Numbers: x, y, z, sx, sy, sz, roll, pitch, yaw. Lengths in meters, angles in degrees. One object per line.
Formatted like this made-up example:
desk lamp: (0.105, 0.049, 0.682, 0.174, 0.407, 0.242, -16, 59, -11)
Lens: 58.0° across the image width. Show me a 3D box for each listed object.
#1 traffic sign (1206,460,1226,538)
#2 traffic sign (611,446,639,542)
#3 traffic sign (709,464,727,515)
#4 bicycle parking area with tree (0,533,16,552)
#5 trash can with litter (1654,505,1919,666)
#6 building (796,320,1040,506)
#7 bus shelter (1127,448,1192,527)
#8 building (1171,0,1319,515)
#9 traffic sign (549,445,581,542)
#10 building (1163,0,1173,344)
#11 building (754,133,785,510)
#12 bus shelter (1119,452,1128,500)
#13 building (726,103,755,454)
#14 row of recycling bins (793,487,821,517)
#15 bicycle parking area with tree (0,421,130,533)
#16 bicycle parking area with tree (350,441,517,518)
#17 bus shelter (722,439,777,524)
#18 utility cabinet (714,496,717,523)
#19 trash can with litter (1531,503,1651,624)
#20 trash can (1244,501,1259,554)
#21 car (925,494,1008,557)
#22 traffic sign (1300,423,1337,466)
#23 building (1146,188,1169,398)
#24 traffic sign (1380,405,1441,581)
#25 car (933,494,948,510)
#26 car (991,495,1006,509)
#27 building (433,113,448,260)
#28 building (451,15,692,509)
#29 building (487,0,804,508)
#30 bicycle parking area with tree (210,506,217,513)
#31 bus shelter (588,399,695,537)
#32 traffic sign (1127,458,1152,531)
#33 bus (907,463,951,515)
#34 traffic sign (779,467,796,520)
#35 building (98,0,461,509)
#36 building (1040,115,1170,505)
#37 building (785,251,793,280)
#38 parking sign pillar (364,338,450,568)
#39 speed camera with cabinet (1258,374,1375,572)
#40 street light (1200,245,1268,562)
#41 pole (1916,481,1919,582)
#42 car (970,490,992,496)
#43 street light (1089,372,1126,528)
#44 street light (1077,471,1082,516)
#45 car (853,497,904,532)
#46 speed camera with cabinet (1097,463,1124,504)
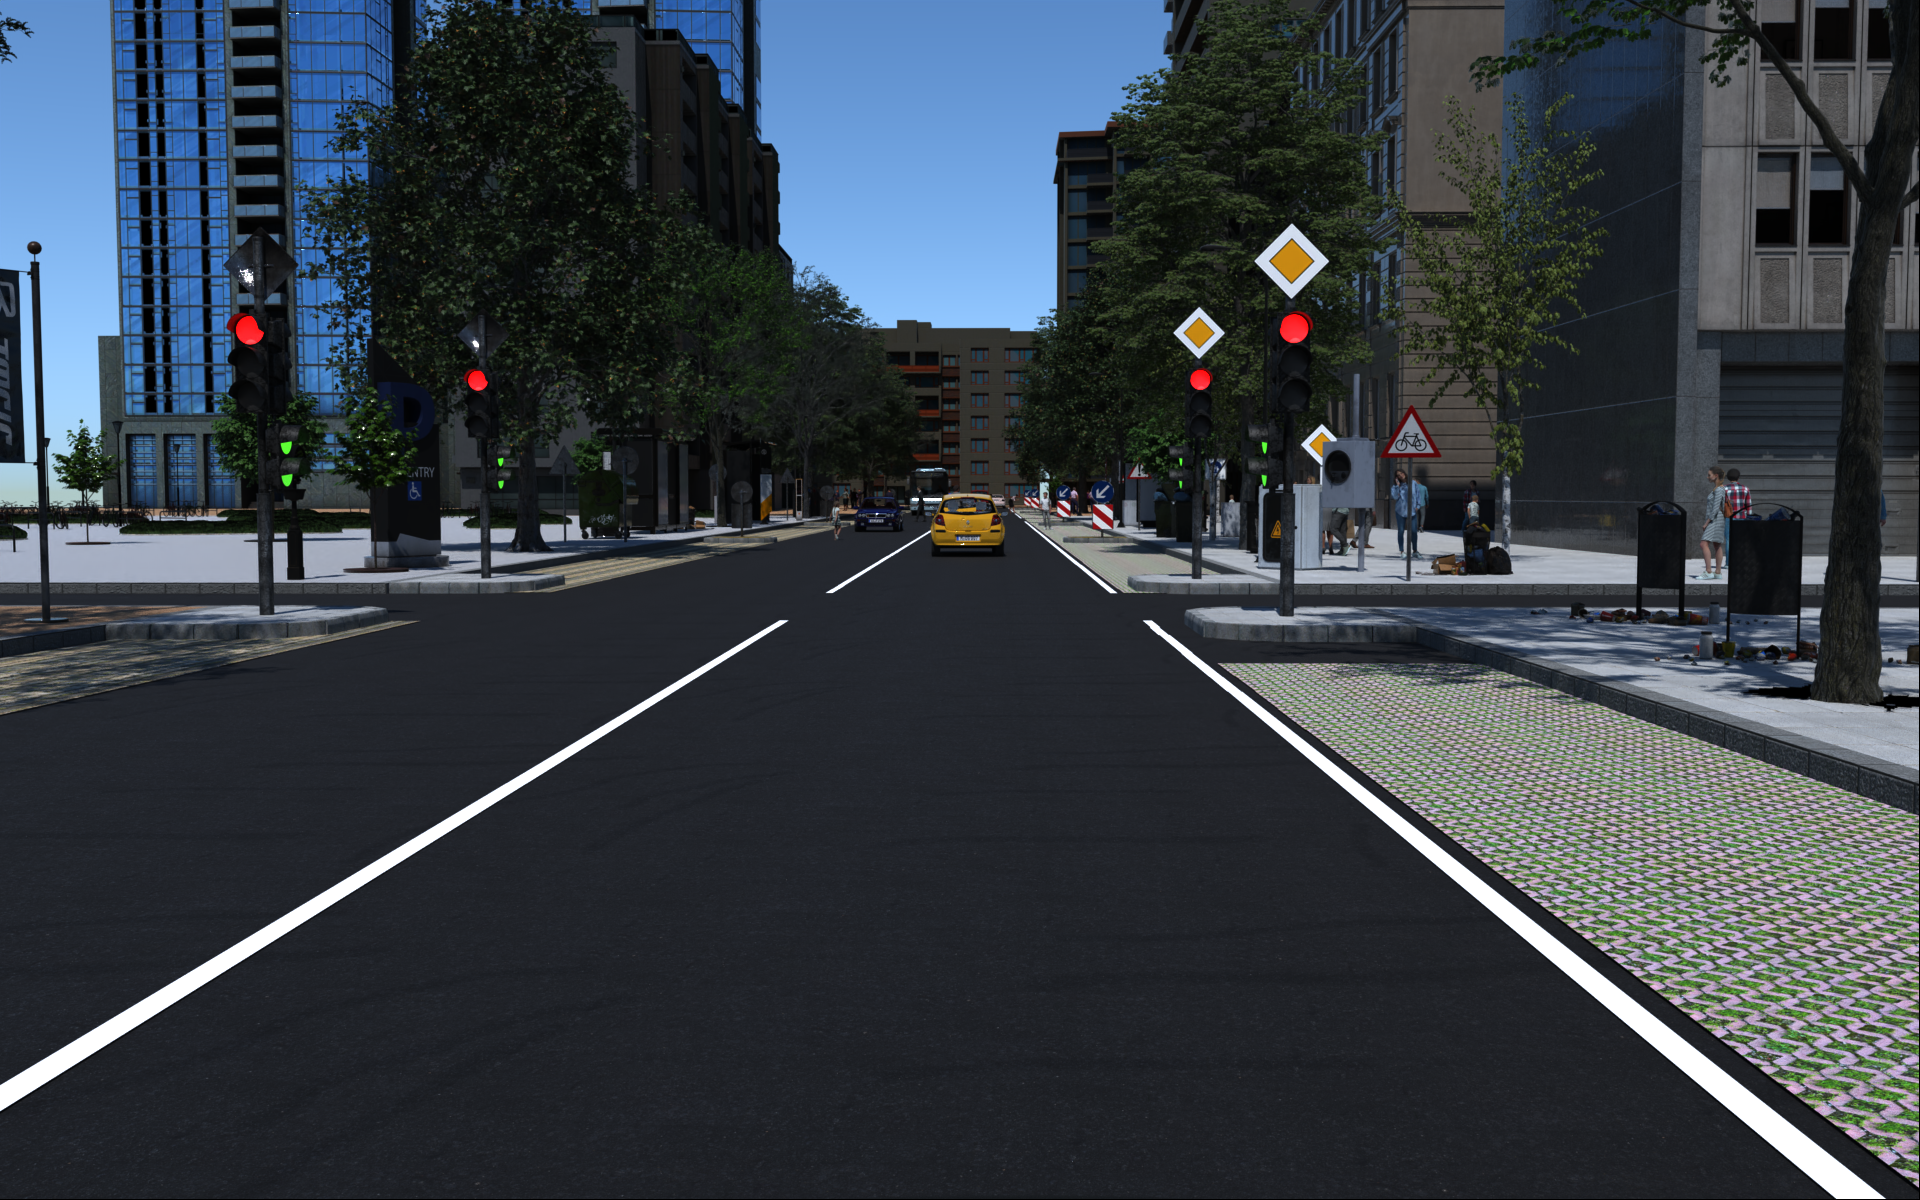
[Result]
traffic sign: (7.426, -2.951, 50.380, 0.606, 2.300, 0.079, 1, 4, 8)
traffic sign: (-8.912, -2.811, 46.071, 0.768, 2.556, 0.104, 0, 4, 8)
traffic sign: (-10.165, -4.438, 72.659, 0.768, 2.556, 0.104, 0, 4, 2)
bicycle parking area with tree: (-25.437, -3.056, 36.973, 8.231, 4.147, 9.016, -3, 5, -44)
trash can with litter: (6.589, -0.135, 13.271, 2.233, 1.210, 1.678, 2, 4, 27)
building: (-5.259, -22.121, 206.723, 28.899, 21.520, 27.650, 0, 4, 1)
bus shelter: (7.525, -4.284, 63.960, 2.014, 3.302, 5.546, 0, 4, 1)
building: (25.512, -29.898, 112.529, 21.300, 48.544, 21.600, 0, 4, 1)
traffic sign: (-10.550, -2.826, 46.207, 0.884, 2.594, 0.081, 0, 4, 7)
building: (28.138, -31.768, 139.021, 23.786, 49.044, 30.456, 0, 4, 1)
building: (-21.994, -22.330, 136.801, 14.160, 30.474, 14.107, 0, 4, 1)
bus shelter: (7.852, -4.821, 72.740, 2.014, 3.302, 5.546, 0, 4, 1)
building: (-22.826, -21.470, 122.733, 14.160, 30.474, 14.107, 0, 4, 1)
row of recycling bins: (-8.672, -5.550, 97.859, 1.069, 1.692, 3.534, 1, 4, 12)
bicycle parking area with tree: (-34.666, -4.842, 66.171, 8.231, 4.147, 9.016, -3, 5, -43)
bicycle parking area with tree: (-27.317, -6.304, 90.067, 8.231, 4.147, 9.016, -1, 4, -21)
bus shelter: (-9.430, -5.283, 77.655, 1.731, 3.624, 6.357, 0, 4, 1)
utility cabinet: (-10.683, -4.042, 77.240, 0.306, 1.237, 1.020, 1, 4, 9)
trash can with litter: (6.898, -0.405, 17.686, 1.678, 1.210, 2.233, -2, 4, -30)
trash can: (6.498, -1.574, 37.387, 0.748, 1.137, 0.748, 0, 3, 0)
car: (0.162, -1.892, 41.153, 2.015, 1.641, 3.980, 0, 4, -1)
traffic sign: (6.753, -1.991, 32.287, 0.795, 2.593, 0.064, 0, 4, 2)
building: (24.061, -23.866, 161.905, 14.160, 30.474, 14.107, 0, 4, 1)
traffic sign: (6.593, -1.553, 25.391, 0.884, 2.594, 0.081, 0, 4, 3)
car: (0.054, -2.984, 59.012, 2.015, 1.641, 3.980, 0, 4, 2)
car: (3.629, -9.830, 173.084, 2.083, 1.381, 4.827, 0, 4, 1)
building: (-63.349, -35.785, 204.693, 30.456, 49.044, 23.786, 0, 4, 1)
building: (-22.969, -20.609, 108.652, 14.160, 30.474, 14.107, 0, 4, 1)
building: (-30.508, -51.657, 157.270, 31.000, 86.520, 22.319, 0, 4, 1)
bicycle parking area with tree: (-46.592, -6.752, 97.396, 8.231, 4.147, 9.016, -2, 4, -33)
bus shelter: (-10.443, -4.814, 56.344, 2.179, 5.291, 8.768, 0, 4, 1)
traffic sign: (6.304, -3.724, 60.892, 0.884, 2.594, 0.081, 0, 4, 6)
bus: (-2.078, -7.655, 120.025, 2.948, 3.499, 13.247, 0, 4, 0)
traffic sign: (-8.413, -5.160, 84.372, 0.884, 2.594, 0.081, 1, 4, 8)
building: (-62.023, -51.687, 157.750, 31.000, 86.520, 22.319, 0, 4, 1)
building: (23.950, -33.530, 202.845, 28.867, 44.769, 22.147, 0, 4, 1)
building: (-26.870, -26.237, 200.675, 14.107, 30.474, 14.160, 0, 4, 1)
parking sign pillar: (-9.798, -2.575, 30.572, 1.447, 3.967, 1.447, 2, 4, 26)
speed camera with cabinet: (5.951, -2.121, 29.013, 0.660, 3.252, 2.038, -3, 5, -39)
street light: (5.167, -3.661, 32.399, 1.470, 5.913, 1.316, 0, 4, 1)
pole: (14.023, -1.914, 25.134, 0.158, 3.312, 0.155, 0, 3, 0)
car: (1.754, -8.998, 155.785, 2.281, 1.827, 5.304, 0, 4, 0)
street light: (5.634, -5.731, 66.239, 1.470, 5.913, 1.316, 0, 4, 1)
street light: (6.457, -7.868, 101.186, 1.470, 5.913, 1.316, 0, 4, 1)
car: (-3.110, -3.314, 66.766, 1.945, 1.354, 3.894, 0, 4, 1)
speed camera with cabinet: (8.264, -6.170, 95.211, 0.660, 3.252, 2.038, -2, 4, -25)
